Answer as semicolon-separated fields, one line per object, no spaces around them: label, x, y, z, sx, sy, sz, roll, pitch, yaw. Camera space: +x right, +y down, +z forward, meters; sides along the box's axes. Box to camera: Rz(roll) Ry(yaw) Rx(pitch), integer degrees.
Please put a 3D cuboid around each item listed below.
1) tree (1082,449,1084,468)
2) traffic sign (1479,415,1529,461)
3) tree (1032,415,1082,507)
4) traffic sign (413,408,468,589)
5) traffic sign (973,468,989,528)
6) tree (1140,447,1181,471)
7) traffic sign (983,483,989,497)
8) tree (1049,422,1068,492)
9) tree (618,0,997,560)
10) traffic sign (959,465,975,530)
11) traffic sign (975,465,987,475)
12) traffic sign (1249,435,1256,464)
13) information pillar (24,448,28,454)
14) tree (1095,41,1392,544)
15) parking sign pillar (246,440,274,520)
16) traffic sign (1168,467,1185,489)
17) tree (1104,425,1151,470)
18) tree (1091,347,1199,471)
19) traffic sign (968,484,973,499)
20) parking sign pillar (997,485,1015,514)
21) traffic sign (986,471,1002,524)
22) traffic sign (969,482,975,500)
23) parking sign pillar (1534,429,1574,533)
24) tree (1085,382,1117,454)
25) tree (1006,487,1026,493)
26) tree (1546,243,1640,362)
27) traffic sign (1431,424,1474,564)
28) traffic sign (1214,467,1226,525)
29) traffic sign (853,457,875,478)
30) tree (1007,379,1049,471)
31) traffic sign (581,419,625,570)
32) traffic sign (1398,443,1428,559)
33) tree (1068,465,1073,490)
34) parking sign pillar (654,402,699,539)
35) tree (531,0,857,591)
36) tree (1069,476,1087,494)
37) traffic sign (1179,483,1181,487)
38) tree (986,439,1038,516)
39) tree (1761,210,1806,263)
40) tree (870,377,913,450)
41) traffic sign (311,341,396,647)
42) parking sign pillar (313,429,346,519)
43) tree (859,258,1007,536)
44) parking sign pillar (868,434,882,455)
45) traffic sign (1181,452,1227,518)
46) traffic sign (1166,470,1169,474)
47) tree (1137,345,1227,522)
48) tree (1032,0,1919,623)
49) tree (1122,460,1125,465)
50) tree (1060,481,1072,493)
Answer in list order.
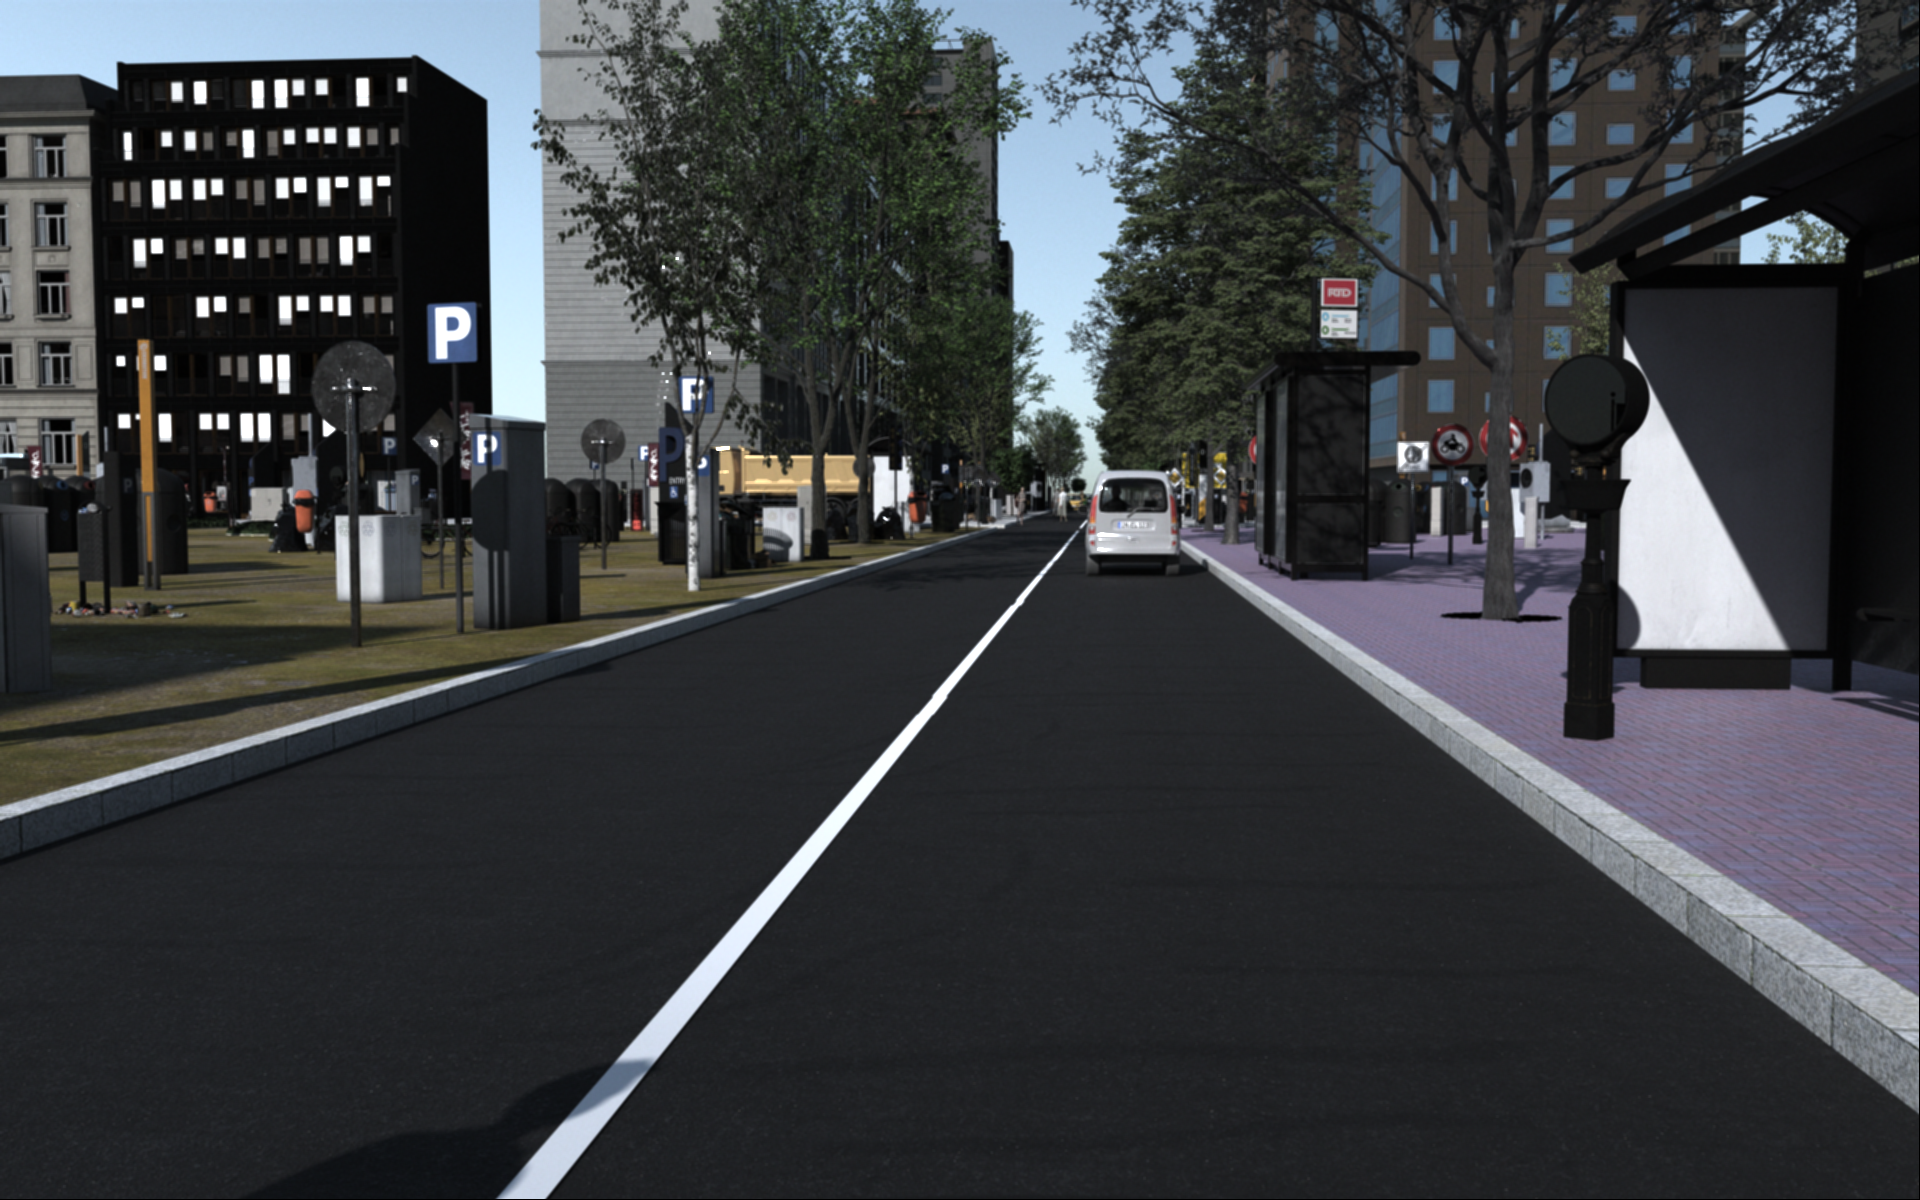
tree;13.303;-16.236;215.816;4.360;8.622;3.978;0;3;0
traffic sign;8.729;-1.698;27.874;0.768;2.556;0.104;1;4;9
tree;8.331;-12.838;160.263;4.360;8.622;3.978;0;3;0
traffic sign;-6.999;-1.355;23.338;0.795;2.450;0.064;1;4;11
traffic sign;0.727;-3.816;66.036;0.795;2.450;0.064;0;4;5
tree;13.662;-8.079;115.806;4.285;4.588;4.351;0;3;0
traffic sign;1.818;-7.419;121.413;0.768;2.556;0.104;1;4;14
tree;7.624;-13.316;168.072;4.737;8.622;4.395;0;3;0
tree;-2.656;-6.621;34.011;9.928;11.665;9.643;0;3;0
traffic sign;0.242;-3.616;61.249;0.606;2.300;0.079;1;4;14
traffic sign;0.798;-4.566;74.768;0.768;2.556;0.104;1;4;8
traffic sign;6.177;-2.121;34.785;0.768;2.556;0.104;1;4;9
information pillar;-47.603;-5.954;88.703;0.504;3.616;0.183;-3;5;-44
tree;7.116;-7.718;44.315;7.486;12.596;7.792;0;3;0
parking sign pillar;-34.682;-5.962;85.950;1.447;3.967;1.447;1;4;23
traffic sign;8.093;-3.776;65.386;0.795;2.450;0.064;0;4;5
tree;21.426;-16.669;206.946;8.767;10.594;7.601;-1;4;-12
tree;14.283;-13.620;129.339;9.857;13.997;8.962;0;3;0
traffic sign;0.842;-6.926;113.241;0.884;2.594;0.081;1;4;13
parking sign pillar;3.119;-7.698;114.335;1.447;3.967;1.447;2;4;32
traffic sign;1.410;-4.303;73.992;0.795;2.450;0.064;0;4;5
traffic sign;0.835;-6.515;107.707;0.795;2.450;0.064;1;4;8
parking sign pillar;19.673;-4.224;57.529;1.447;3.967;1.447;-2;4;-26
tree;27.194;-26.437;288.131;12.611;20.169;13.585;0;3;0
tree;3.455;-7.053;109.919;1.663;3.219;1.824;0;3;0
tree;19.013;-6.113;50.315;4.737;8.622;4.395;0;3;0
traffic sign;8.947;-1.922;31.528;0.768;2.556;0.104;0;4;7
traffic sign;10.962;-4.375;72.723;0.795;2.450;0.064;1;4;11
traffic sign;-3.213;-3.532;57.861;0.768;2.556;0.104;1;4;10
tree;1.543;-8.851;95.074;4.737;8.622;4.395;0;3;0
traffic sign;-6.053;-1.790;29.378;0.768;2.556;0.104;0;4;5
traffic sign;8.904;-1.955;34.094;0.606;2.300;0.079;0;4;7
tree;13.909;-17.628;238.586;4.737;8.622;4.395;0;3;0
parking sign pillar;-8.189;-3.789;50.417;1.447;3.967;1.447;3;5;39
tree;-3.470;-4.413;22.515;4.360;8.622;3.978;0;3;0
tree;20.750;-19.643;304.871;4.285;4.588;4.351;0;3;0
traffic sign;12.868;-6.212;101.676;0.768;2.556;0.104;1;4;9
tree;3.084;-7.220;101.757;4.285;4.588;4.351;0;3;0
tree;18.881;-5.387;38.440;4.737;8.622;4.395;0;3;0
tree;-4.766;-9.303;102.465;4.360;8.622;3.978;0;3;0
traffic sign;-5.059;-0.877;14.440;0.768;2.556;0.104;1;4;11
parking sign pillar;-24.333;-4.785;66.709;1.447;3.967;1.447;2;4;30
tree;-1.258;-6.296;53.300;4.737;8.622;4.395;0;3;0
parking sign pillar;-4.089;-5.458;77.706;1.447;3.967;1.447;1;4;16
traffic sign;11.817;-5.492;83.668;2.265;3.308;0.079;1;4;11
traffic sign;8.776;-4.263;73.341;0.795;2.450;0.064;0;4;5
tree;10.448;-7.937;80.136;4.360;8.622;3.978;0;3;0
tree;5.397;-6.543;17.347;12.009;13.543;11.850;0;3;0
tree;23.385;-17.237;232.184;4.737;8.622;4.395;0;3;0
tree;15.331;-15.582;249.368;1.663;3.219;1.824;0;3;0
